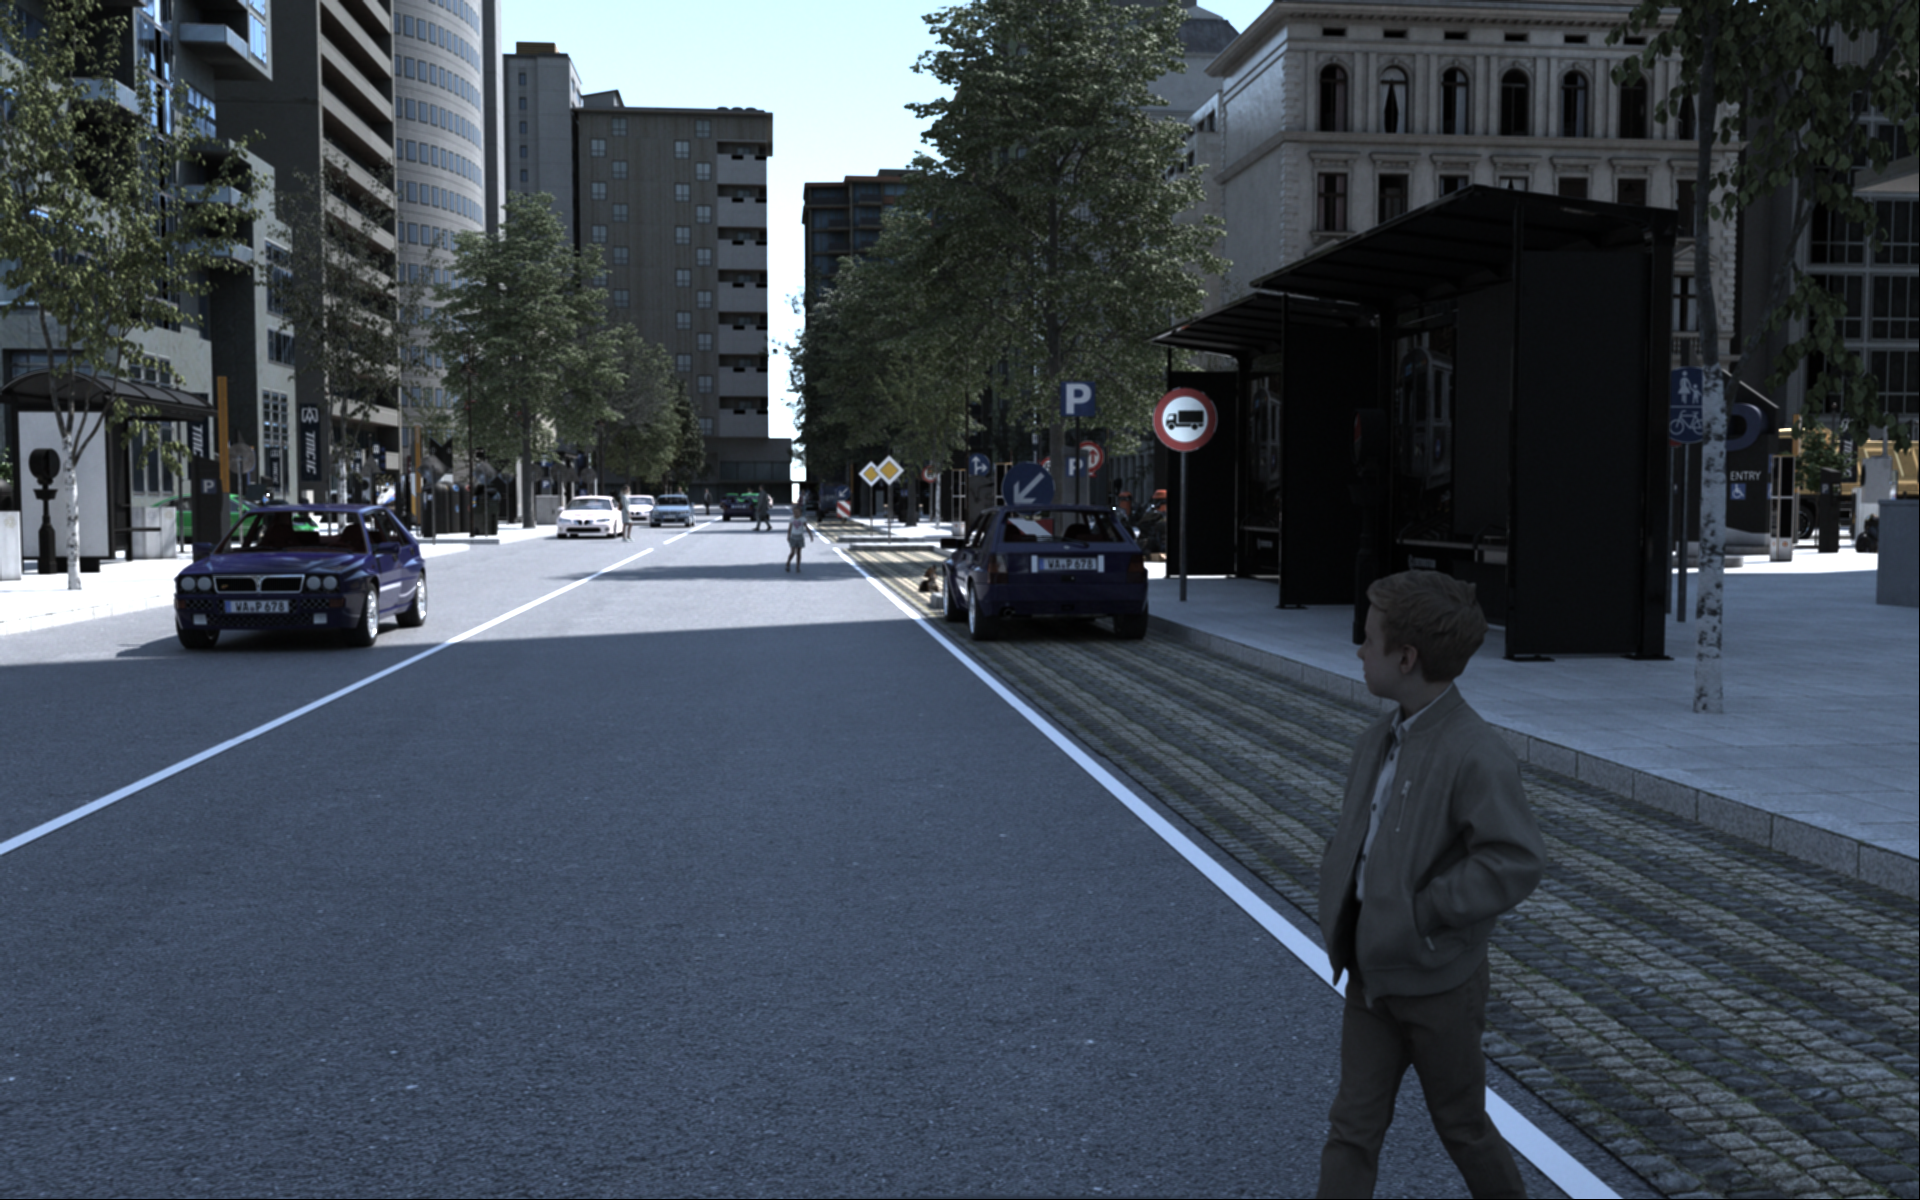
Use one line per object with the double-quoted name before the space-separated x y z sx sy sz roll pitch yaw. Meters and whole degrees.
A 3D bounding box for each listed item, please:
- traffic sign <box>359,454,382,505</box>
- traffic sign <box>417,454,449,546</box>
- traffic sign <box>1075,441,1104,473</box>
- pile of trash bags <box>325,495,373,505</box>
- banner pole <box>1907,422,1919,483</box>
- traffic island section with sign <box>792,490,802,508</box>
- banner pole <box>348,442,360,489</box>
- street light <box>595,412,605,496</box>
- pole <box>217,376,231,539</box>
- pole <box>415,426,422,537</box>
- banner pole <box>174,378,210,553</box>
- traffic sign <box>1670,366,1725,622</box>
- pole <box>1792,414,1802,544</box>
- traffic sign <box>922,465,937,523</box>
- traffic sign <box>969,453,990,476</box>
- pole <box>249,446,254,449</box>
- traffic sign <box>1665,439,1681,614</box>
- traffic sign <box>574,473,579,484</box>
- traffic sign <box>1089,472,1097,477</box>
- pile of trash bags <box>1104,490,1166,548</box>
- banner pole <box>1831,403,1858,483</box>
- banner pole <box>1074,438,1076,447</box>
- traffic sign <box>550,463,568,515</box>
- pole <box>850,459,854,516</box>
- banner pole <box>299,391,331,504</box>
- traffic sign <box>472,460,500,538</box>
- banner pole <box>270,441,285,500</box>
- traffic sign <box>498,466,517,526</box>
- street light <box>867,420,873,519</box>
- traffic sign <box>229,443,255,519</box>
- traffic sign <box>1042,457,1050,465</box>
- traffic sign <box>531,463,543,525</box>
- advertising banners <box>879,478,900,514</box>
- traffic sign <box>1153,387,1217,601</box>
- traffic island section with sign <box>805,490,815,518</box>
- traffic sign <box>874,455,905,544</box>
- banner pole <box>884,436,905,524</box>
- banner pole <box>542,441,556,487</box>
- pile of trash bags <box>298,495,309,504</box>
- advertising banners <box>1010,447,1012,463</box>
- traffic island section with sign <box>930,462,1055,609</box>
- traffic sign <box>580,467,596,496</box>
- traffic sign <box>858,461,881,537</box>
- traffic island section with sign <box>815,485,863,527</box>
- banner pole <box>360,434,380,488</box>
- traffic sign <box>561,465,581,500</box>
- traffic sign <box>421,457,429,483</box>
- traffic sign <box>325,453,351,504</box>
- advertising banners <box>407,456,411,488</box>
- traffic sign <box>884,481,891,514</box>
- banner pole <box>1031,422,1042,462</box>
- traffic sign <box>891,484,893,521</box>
"traffic sign" -18.949 -3.408 55.722 0.884 2.594 0.081 0 3 0
"traffic sign" -13.088 -2.410 43.043 0.795 2.450 0.064 0 4 -6
"traffic sign" 3.063 -2.534 41.538 0.768 2.556 0.104 0 4 -3
"pile of trash bags" -26.710 -4.092 76.663 3.447 1.369 1.912 2 4 30
"banner pole" 32.785 -4.276 59.935 0.863 3.779 0.401 2 4 25
"traffic island section with sign" -13.659 -8.856 153.424 1.989 1.847 2.006 0 4 -6
"banner pole" -29.135 -5.711 83.395 0.401 3.779 0.863 3 5 40
"street light" -18.533 -7.132 89.398 0.468 5.910 1.993 0 4 -6
"pole" -12.793 -2.219 30.117 0.158 3.312 0.155 0 3 0
"pole" -16.236 -3.552 51.919 0.158 3.312 0.155 0 3 0
"banner pole" -16.698 -2.911 37.609 0.863 3.779 0.401 -3 5 -39
"traffic sign" 7.252 -1.054 17.334 0.768 2.556 0.104 0 4 -1
"pole" 21.365 -3.085 44.278 0.158 3.312 0.155 0 3 0
"traffic sign" -1.306 -4.668 76.425 0.768 2.556 0.104 0 4 -1
"traffic sign" 0.564 -3.315 54.309 0.768 2.556 0.104 0 4 3
"pole" -30.300 -4.912 74.152 0.158 3.312 0.155 0 3 0
"traffic sign" 7.605 -1.128 18.548 0.768 2.556 0.104 0 4 -5
"traffic sign" -19.894 -5.550 90.749 0.884 2.594 0.081 0 4 3
"traffic sign" 3.847 -3.325 54.373 0.884 2.594 0.081 0 4 -5
"pile of trash bags" 3.950 -1.683 37.273 1.912 1.369 3.447 1 4 22
"banner pole" 24.279 -3.529 47.717 0.863 3.779 0.401 3 4 36
"banner pole" 5.311 -5.334 77.221 0.863 3.779 0.401 -3 4 -37
"traffic sign" -16.414 -4.332 70.935 0.768 2.556 0.104 0 4 3
"pole" -6.345 -6.615 101.994 0.158 3.312 0.155 0 3 0
"banner pole" -15.550 -3.177 41.960 0.863 3.779 0.401 -1 4 -21
"traffic sign" -13.952 -2.895 50.982 0.795 2.450 0.064 0 4 -6
"banner pole" -31.949 -5.581 81.261 0.863 3.779 0.401 0 4 -2
"traffic sign" -18.354 -4.223 70.235 0.795 2.450 0.064 0 4 -5
"street light" -4.490 -7.013 87.444 0.468 5.910 1.993 0 4 -6
"traffic sign" -18.052 -2.650 43.436 0.768 2.556 0.104 0 4 -1
"traffic sign" 3.092 -3.604 59.029 0.768 2.556 0.104 0 4 3
"traffic sign" -17.734 -4.401 72.063 0.768 2.556 0.104 0 4 -6
"advertising banners" -4.379 -6.948 109.789 2.074 3.025 0.090 -3 5 -40
"traffic sign" 2.678 -1.260 20.699 0.768 2.556 0.104 0 4 2
"traffic island section with sign" -8.289 -5.832 103.987 1.989 1.847 2.006 0 4 -6
"traffic sign" -1.808 -2.483 44.246 0.795 2.450 0.064 0 4 -6
"banner pole" -2.852 -5.188 74.843 0.863 3.779 0.401 -1 4 -9
"banner pole" -18.976 -5.495 79.863 0.863 3.779 0.401 -3 5 -43
"pile of trash bags" -37.360 -5.324 96.793 1.912 1.369 3.447 -2 4 -26
"advertising banners" 2.005 -4.168 64.342 0.090 3.025 2.074 0 4 -5
"traffic island section with sign" 0.651 -0.817 21.987 1.989 1.847 2.006 0 4 -6
"traffic sign" -17.739 -5.050 82.673 0.768 2.556 0.104 0 4 -4
"traffic sign" -2.672 -2.969 52.185 0.795 2.450 0.064 0 4 -6
"traffic island section with sign" -5.302 -4.165 76.720 1.989 1.847 2.006 0 4 -6
"banner pole" -24.639 -5.067 72.865 0.401 3.779 0.863 1 4 21
"traffic sign" -17.258 -4.704 76.908 0.884 2.594 0.081 0 4 0
"traffic sign" -18.091 -3.595 58.892 0.768 2.556 0.104 0 4 -1
"traffic sign" -18.660 -3.173 51.988 0.768 2.556 0.104 0 4 0
"advertising banners" -25.636 -5.061 78.940 2.074 3.025 0.090 1 4 13
"traffic sign" -4.342 -6.576 107.628 0.768 2.556 0.104 0 4 3
"banner pole" 2.680 -4.287 60.101 0.401 3.779 0.863 2 4 31
"traffic sign" -3.198 -4.996 81.783 0.768 2.556 0.104 0 4 1
